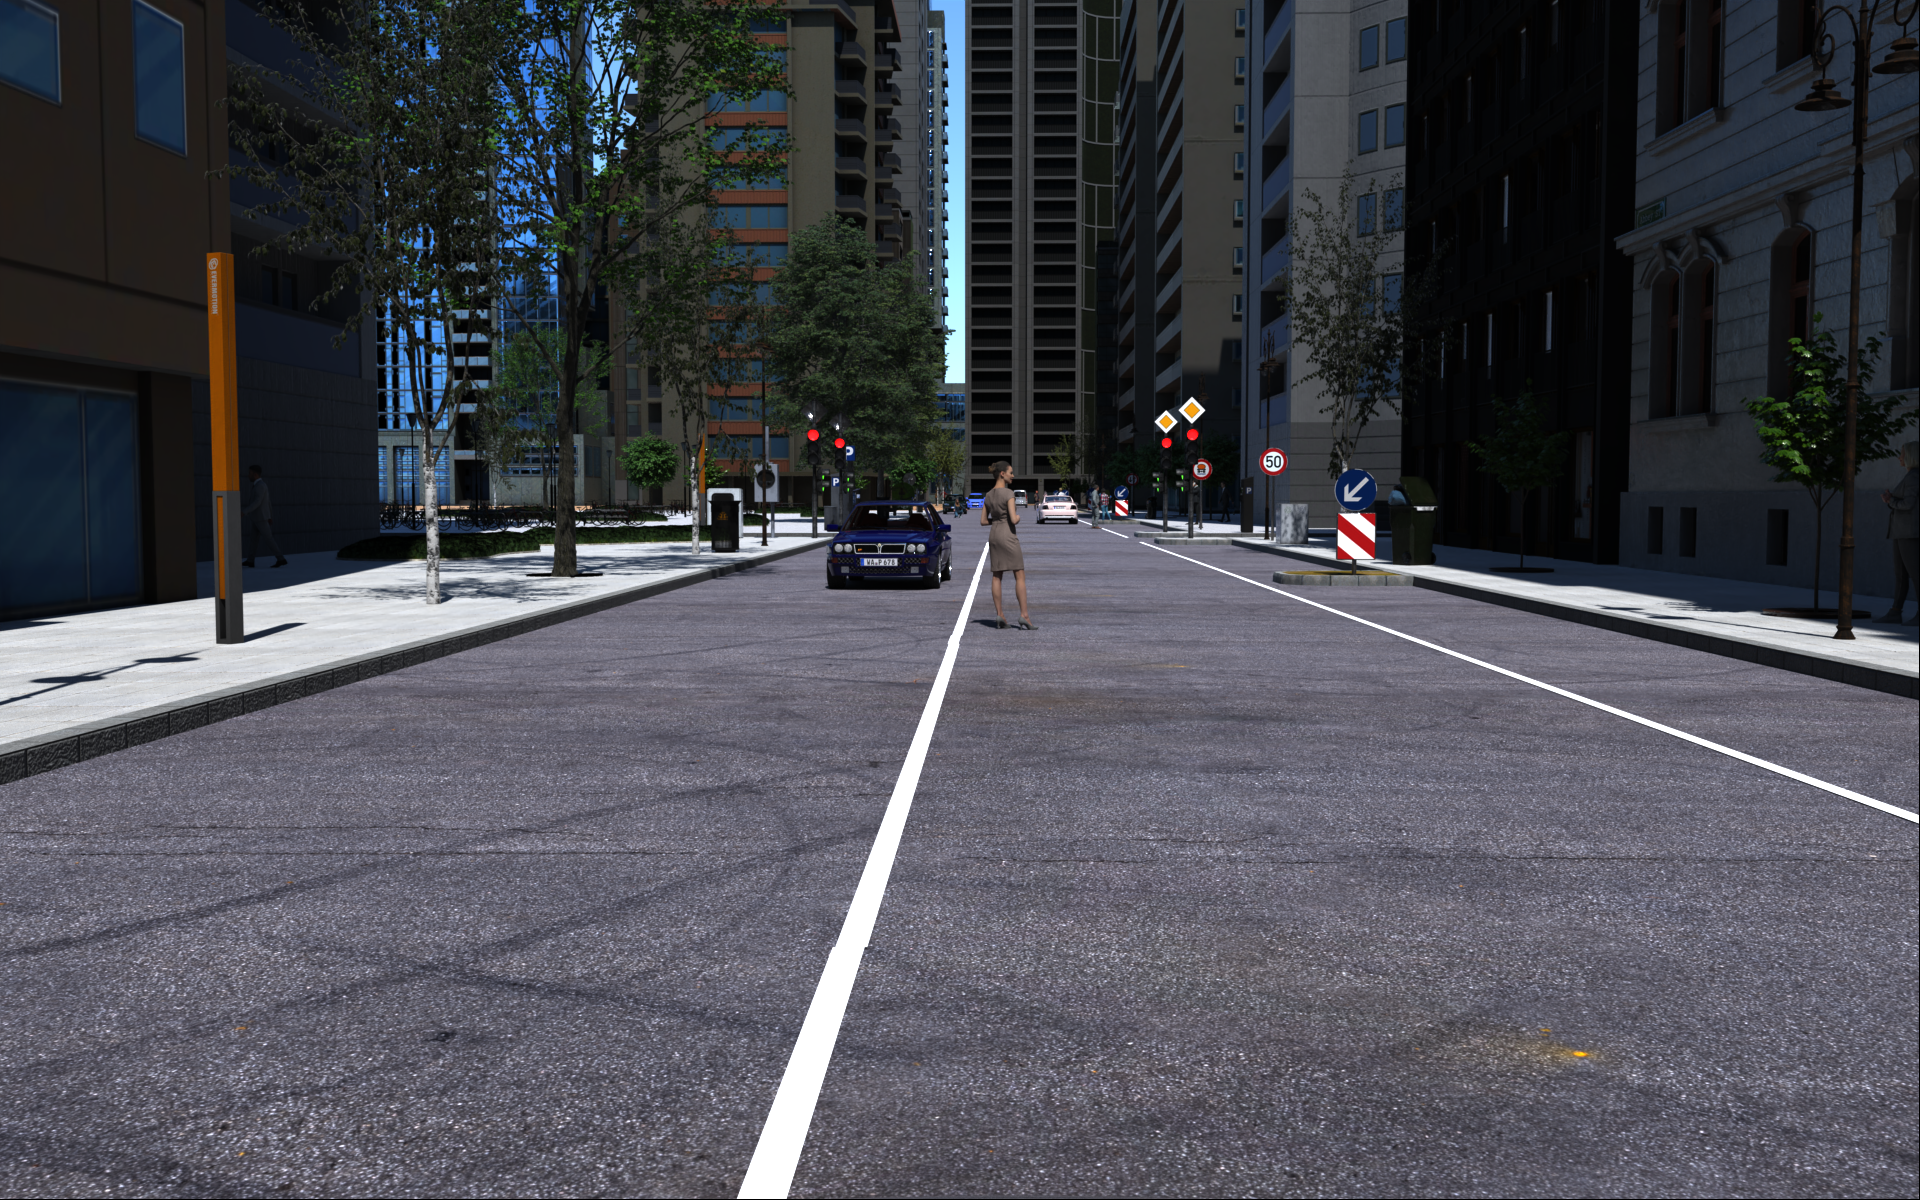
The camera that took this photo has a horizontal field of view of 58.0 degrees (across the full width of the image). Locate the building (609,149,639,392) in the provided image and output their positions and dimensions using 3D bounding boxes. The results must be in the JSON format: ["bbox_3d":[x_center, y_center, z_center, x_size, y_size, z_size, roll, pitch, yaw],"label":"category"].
[{"bbox_3d":[-37.325,-35.335,227.844,14.200,45.320,14.600,0,4,1],"label":"building"}]

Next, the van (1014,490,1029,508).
[{"bbox_3d":[6.206,-10.581,180.006,2.013,2.044,4.112,0,4,2],"label":"van"}]

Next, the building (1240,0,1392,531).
[{"bbox_3d":[26.487,-32.134,67.387,28.212,58.520,21.231,0,4,1],"label":"building"}]

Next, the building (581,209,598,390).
[{"bbox_3d":[-58.751,-35.326,232.212,28.867,44.769,22.147,0,4,1],"label":"building"}]

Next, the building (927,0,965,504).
[{"bbox_3d":[-14.623,-56.116,230.174,31.000,86.520,22.319,0,4,1],"label":"building"}]

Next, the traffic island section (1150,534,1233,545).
[{"bbox_3d":[6.695,-1.701,50.095,2.009,0.180,2.903,0,4,1],"label":"traffic island section"}]

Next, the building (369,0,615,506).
[{"bbox_3d":[-54.247,-53.951,194.775,31.000,86.520,22.319,0,4,1],"label":"building"}]

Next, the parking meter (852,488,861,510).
[{"bbox_3d":[-4.519,-4.116,75.709,0.372,1.533,0.369,0,3,0],"label":"parking meter"}]

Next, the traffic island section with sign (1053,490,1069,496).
[{"bbox_3d":[9.572,-9.246,159.797,1.989,1.847,2.006,0,4,1],"label":"traffic island section with sign"}]

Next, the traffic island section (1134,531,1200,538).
[{"bbox_3d":[6.904,-2.189,58.077,2.009,0.180,2.903,0,4,1],"label":"traffic island section"}]

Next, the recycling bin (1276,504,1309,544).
[{"bbox_3d":[8.585,-1.971,44.775,0.722,1.027,0.722,0,4,0],"label":"recycling bin"}]

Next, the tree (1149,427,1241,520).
[{"bbox_3d":[12.395,-6.197,85.035,4.285,4.588,4.351,0,3,0],"label":"tree"}]

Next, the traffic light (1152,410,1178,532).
[{"bbox_3d":[6.864,-4.223,57.964,0.839,4.253,0.868,0,4,1],"label":"traffic light"}]

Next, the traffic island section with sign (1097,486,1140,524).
[{"bbox_3d":[7.550,-4.528,82.668,1.989,1.847,2.006,0,4,1],"label":"traffic island section with sign"}]

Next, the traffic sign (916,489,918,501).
[{"bbox_3d":[-2.960,-7.297,119.404,0.768,2.556,0.104,0,4,3],"label":"traffic sign"}]

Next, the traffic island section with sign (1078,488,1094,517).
[{"bbox_3d":[8.268,-6.194,109.898,1.989,1.847,2.006,0,4,1],"label":"traffic island section with sign"}]

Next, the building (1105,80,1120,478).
[{"bbox_3d":[27.162,-33.999,175.485,23.786,49.044,30.456,0,4,1],"label":"building"}]

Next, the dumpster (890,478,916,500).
[{"bbox_3d":[-3.372,-6.103,102.284,1.502,2.255,1.985,0,4,1],"label":"dumpster"}]

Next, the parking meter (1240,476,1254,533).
[{"bbox_3d":[9.488,-3.156,57.311,0.399,1.863,0.255,-1,4,-15],"label":"parking meter"}]

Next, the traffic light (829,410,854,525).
[{"bbox_3d":[-3.994,-4.239,58.232,0.839,4.253,0.868,0,4,1],"label":"traffic light"}]

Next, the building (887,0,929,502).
[{"bbox_3d":[-14.315,-46.312,195.451,20.611,71.187,20.563,0,4,1],"label":"building"}]

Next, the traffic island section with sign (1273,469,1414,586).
[{"bbox_3d":[6.121,-1.181,27.943,1.989,1.847,2.006,0,4,1],"label":"traffic island section with sign"}]

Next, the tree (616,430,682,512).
[{"bbox_3d":[-15.762,-6.372,87.891,4.285,4.588,4.351,0,3,0],"label":"tree"}]

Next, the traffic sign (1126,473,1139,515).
[{"bbox_3d":[10.480,-6.437,105.355,0.768,2.556,0.104,0,4,6],"label":"traffic sign"}]

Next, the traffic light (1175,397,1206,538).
[{"bbox_3d":[6.655,-3.735,49.982,0.839,4.253,0.868,0,4,1],"label":"traffic light"}]

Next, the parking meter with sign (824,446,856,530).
[{"bbox_3d":[-4.303,-4.000,61.659,0.543,3.016,1.738,1,4,21],"label":"parking meter with sign"}]

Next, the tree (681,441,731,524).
[{"bbox_3d":[-9.176,-4.140,62.288,1.663,3.219,1.824,0,3,0],"label":"tree"}]

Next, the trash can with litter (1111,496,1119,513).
[{"bbox_3d":[10.651,-6.414,116.263,1.055,1.170,0.624,2,4,26],"label":"trash can with litter"}]

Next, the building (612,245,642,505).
[{"bbox_3d":[-31.596,-26.190,199.904,14.107,30.474,14.160,0,4,1],"label":"building"}]

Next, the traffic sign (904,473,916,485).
[{"bbox_3d":[-3.040,-6.365,104.172,0.768,2.556,0.104,0,4,8],"label":"traffic sign"}]

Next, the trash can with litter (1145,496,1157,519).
[{"bbox_3d":[9.739,-4.746,88.977,0.624,1.170,1.055,-1,4,-12],"label":"trash can with litter"}]

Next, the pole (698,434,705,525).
[{"bbox_3d":[-8.697,-3.946,58.352,0.158,3.312,0.155,0,3,0],"label":"pole"}]

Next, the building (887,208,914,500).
[{"bbox_3d":[-11.913,-24.323,169.388,14.160,30.474,14.107,0,4,1],"label":"building"}]

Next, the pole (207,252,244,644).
[{"bbox_3d":[-6.271,-1.280,14.779,0.158,3.312,0.155,0,3,0],"label":"pole"}]

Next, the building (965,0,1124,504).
[{"bbox_3d":[11.155,-48.380,229.265,20.611,71.187,20.563,0,4,1],"label":"building"}]

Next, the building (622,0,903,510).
[{"bbox_3d":[-16.359,-30.152,147.614,22.147,44.769,28.867,0,4,1],"label":"building"}]

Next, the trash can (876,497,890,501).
[{"bbox_3d":[-3.755,-4.461,84.591,0.748,1.137,0.748,0,3,0],"label":"trash can"}]

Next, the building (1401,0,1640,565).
[{"bbox_3d":[17.933,-12.771,38.485,12.332,23.373,15.834,0,4,1],"label":"building"}]

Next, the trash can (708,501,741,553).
[{"bbox_3d":[-5.154,-1.612,38.010,0.748,1.137,0.748,0,3,0],"label":"trash can"}]

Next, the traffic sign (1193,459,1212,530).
[{"bbox_3d":[8.699,-3.815,62.478,0.768,2.556,0.104,0,4,4],"label":"traffic sign"}]

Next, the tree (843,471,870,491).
[{"bbox_3d":[-7.273,-7.655,119.767,1.663,3.219,1.824,0,3,0],"label":"tree"}]

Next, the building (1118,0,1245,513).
[{"bbox_3d":[25.077,-32.163,149.567,21.300,48.544,21.600,0,4,1],"label":"building"}]

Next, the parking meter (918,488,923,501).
[{"bbox_3d":[-2.746,-6.986,119.933,0.255,1.863,0.399,-2,4,-25],"label":"parking meter"}]

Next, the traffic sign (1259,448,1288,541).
[{"bbox_3d":[8.617,-2.910,47.677,0.768,2.556,0.104,0,4,7],"label":"traffic sign"}]

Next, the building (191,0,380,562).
[{"bbox_3d":[-28.186,-30.224,36.154,28.212,58.520,21.231,0,4,1],"label":"building"}]

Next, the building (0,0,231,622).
[{"bbox_3d":[-16.054,-22.213,13.291,14.600,45.320,14.200,0,4,1],"label":"building"}]

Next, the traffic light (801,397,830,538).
[{"bbox_3d":[-4.203,-3.751,50.250,0.839,4.253,0.868,0,4,1],"label":"traffic light"}]

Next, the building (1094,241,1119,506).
[{"bbox_3d":[22.379,-26.099,198.425,14.160,30.474,14.107,0,4,1],"label":"building"}]

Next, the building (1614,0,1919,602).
[{"bbox_3d":[17.598,-14.139,18.568,14.401,28.519,23.554,0,4,1],"label":"building"}]
